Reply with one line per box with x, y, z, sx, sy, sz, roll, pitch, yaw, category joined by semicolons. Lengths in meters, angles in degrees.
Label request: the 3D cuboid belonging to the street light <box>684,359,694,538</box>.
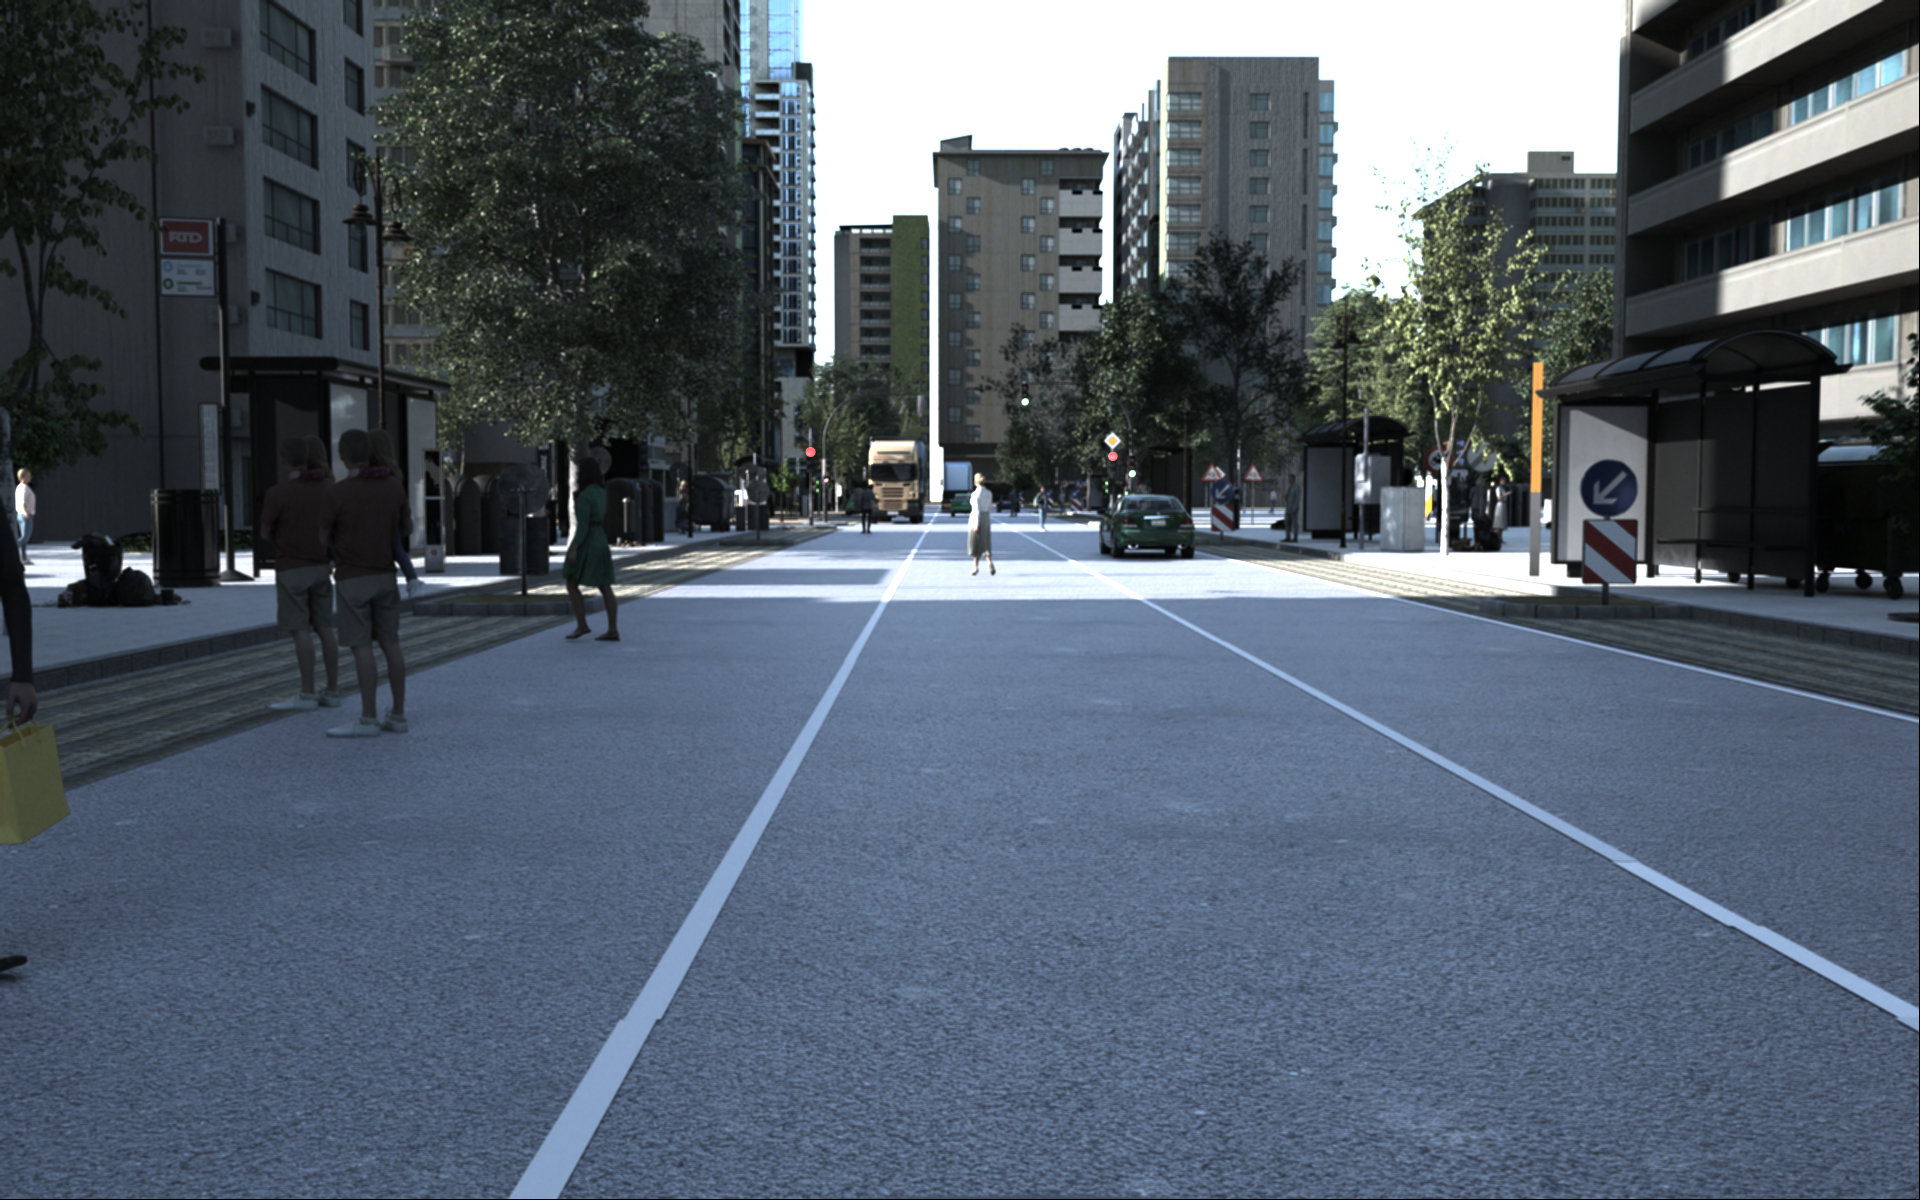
-7.961;-4.781;50.959;0.468;5.910;1.993;0;4;0;street light

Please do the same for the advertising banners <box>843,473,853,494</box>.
-8.832;-8.987;143.123;2.074;3.025;0.090;2;4;31;advertising banners

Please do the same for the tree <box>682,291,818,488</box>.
-8.404;-6.900;63.180;4.737;8.622;4.395;0;3;0;tree

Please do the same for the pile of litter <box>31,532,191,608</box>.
-9.864;-0.371;20.028;1.719;0.858;1.176;1;4;8;pile of litter

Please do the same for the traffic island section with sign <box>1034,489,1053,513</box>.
6.557;-7.441;130.293;1.989;1.847;2.006;0;4;0;traffic island section with sign

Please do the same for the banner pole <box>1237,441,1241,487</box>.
13.120;-5.596;81.507;0.401;3.779;0.863;0;3;0;banner pole

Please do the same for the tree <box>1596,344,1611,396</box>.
26.587;-7.092;66.320;4.360;8.622;3.978;0;3;0;tree

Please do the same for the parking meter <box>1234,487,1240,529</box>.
10.046;-3.362;63.381;0.372;1.533;0.369;0;3;0;parking meter

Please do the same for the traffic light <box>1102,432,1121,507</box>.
6.880;-5.477;78.465;0.839;4.253;0.868;0;4;0;traffic light

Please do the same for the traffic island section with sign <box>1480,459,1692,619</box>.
7.330;-0.734;20.633;1.989;1.847;2.006;0;4;0;traffic island section with sign

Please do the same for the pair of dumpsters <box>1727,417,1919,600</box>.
11.724;-1.250;22.934;1.574;2.255;4.437;0;4;0;pair of dumpsters

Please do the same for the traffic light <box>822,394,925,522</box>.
-3.989;-6.345;78.408;4.771;5.953;1.251;0;4;0;traffic light

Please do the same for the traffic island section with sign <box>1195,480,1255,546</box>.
7.132;-2.444;48.591;1.989;1.847;2.006;0;4;0;traffic island section with sign

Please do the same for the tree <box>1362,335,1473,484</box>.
30.786;-12.317;118.386;9.611;12.733;9.660;0;3;0;tree

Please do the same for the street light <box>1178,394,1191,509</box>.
9.060;-5.922;69.612;0.468;5.910;1.993;0;4;0;street light

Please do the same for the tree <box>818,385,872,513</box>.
-9.161;-10.067;114.950;4.737;8.622;4.395;0;3;0;tree

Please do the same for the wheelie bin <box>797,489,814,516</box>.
-8.972;-5.646;100.224;0.980;1.594;0.693;-2;4;-30;wheelie bin

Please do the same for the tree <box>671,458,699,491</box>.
-14.418;-5.952;91.914;1.663;3.219;1.824;0;3;0;tree

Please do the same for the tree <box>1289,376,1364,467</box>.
21.923;-9.208;100.920;4.360;8.622;3.978;0;3;0;tree

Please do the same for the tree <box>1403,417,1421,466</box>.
32.345;-10.822;127.301;4.360;8.622;3.978;0;3;0;tree

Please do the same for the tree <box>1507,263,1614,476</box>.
31.995;-10.344;86.129;9.611;12.733;9.660;0;3;0;tree

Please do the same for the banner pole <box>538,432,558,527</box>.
-16.064;-4.742;67.548;0.863;3.779;0.401;0;4;-2;banner pole

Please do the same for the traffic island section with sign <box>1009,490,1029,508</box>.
6.216;-10.502;180.331;1.989;1.847;2.006;0;4;0;traffic island section with sign

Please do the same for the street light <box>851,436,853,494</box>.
-8.465;-9.946;135.398;0.468;5.910;1.993;0;4;0;street light

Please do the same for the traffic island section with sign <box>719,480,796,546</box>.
-5.577;-2.412;48.072;1.989;1.847;2.006;0;4;0;traffic island section with sign

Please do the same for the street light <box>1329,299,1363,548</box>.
9.166;-4.189;41.279;0.468;5.910;1.993;0;4;0;street light

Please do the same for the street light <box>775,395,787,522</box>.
-8.159;-6.504;79.121;0.468;5.910;1.993;0;4;0;street light

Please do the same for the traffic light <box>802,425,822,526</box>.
-6.025;-4.982;70.374;0.839;4.253;0.868;0;4;0;traffic light

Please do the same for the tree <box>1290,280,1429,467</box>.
21.264;-10.682;92.771;7.486;12.596;7.792;0;3;0;tree

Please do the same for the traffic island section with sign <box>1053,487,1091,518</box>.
6.752;-5.793;103.338;1.989;1.847;2.006;0;4;0;traffic island section with sign

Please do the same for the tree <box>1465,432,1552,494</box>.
51.434;-10.787;139.272;20.602;7.101;11.467;0;4;-5;tree

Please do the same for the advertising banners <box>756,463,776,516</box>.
-11.216;-6.298;99.161;0.090;3.025;2.074;2;4;32;advertising banners

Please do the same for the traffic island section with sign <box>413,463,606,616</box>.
-5.395;-0.764;21.117;1.989;1.847;2.006;0;4;0;traffic island section with sign

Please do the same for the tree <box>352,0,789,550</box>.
-8.547;-8.098;39.065;9.857;13.997;8.962;0;3;0;tree

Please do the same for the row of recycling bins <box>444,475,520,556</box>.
-10.477;-1.837;37.147;1.069;1.692;3.534;1;4;19;row of recycling bins

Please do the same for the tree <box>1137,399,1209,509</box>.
12.567;-9.327;102.855;4.360;8.622;3.978;0;3;0;tree

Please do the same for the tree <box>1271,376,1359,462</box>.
29.888;-13.325;143.612;9.928;11.665;9.643;0;3;0;tree

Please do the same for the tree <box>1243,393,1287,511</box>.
21.814;-10.834;127.500;4.737;8.622;4.395;0;3;0;tree

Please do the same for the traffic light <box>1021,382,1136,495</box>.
4.845;-5.851;70.324;4.771;5.953;1.251;0;4;0;traffic light

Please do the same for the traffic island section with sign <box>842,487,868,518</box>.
-5.965;-5.778;103.098;1.989;1.847;2.006;0;4;0;traffic island section with sign

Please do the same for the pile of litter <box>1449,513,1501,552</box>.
11.507;-1.528;38.947;1.719;0.858;1.176;-2;4;-34;pile of litter

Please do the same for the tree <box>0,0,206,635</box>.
-8.673;-3.973;15.320;4.737;8.622;4.395;0;3;0;tree

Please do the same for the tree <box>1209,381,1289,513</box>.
19.247;-10.157;116.430;4.360;8.622;3.978;0;3;0;tree

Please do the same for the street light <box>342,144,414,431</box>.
-7.796;-3.093;23.354;0.468;5.910;1.993;0;4;0;street light

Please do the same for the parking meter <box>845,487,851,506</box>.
-8.581;-7.774;132.809;0.399;1.863;0.255;3;5;44;parking meter

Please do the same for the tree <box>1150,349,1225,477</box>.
17.318;-13.283;135.302;7.486;12.596;7.792;0;3;0;tree

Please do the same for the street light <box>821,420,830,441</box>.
-8.360;-8.257;107.793;0.468;5.910;1.993;0;4;0;street light

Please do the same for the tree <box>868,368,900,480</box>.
-9.912;-14.994;151.808;9.857;13.997;8.962;0;3;0;tree
